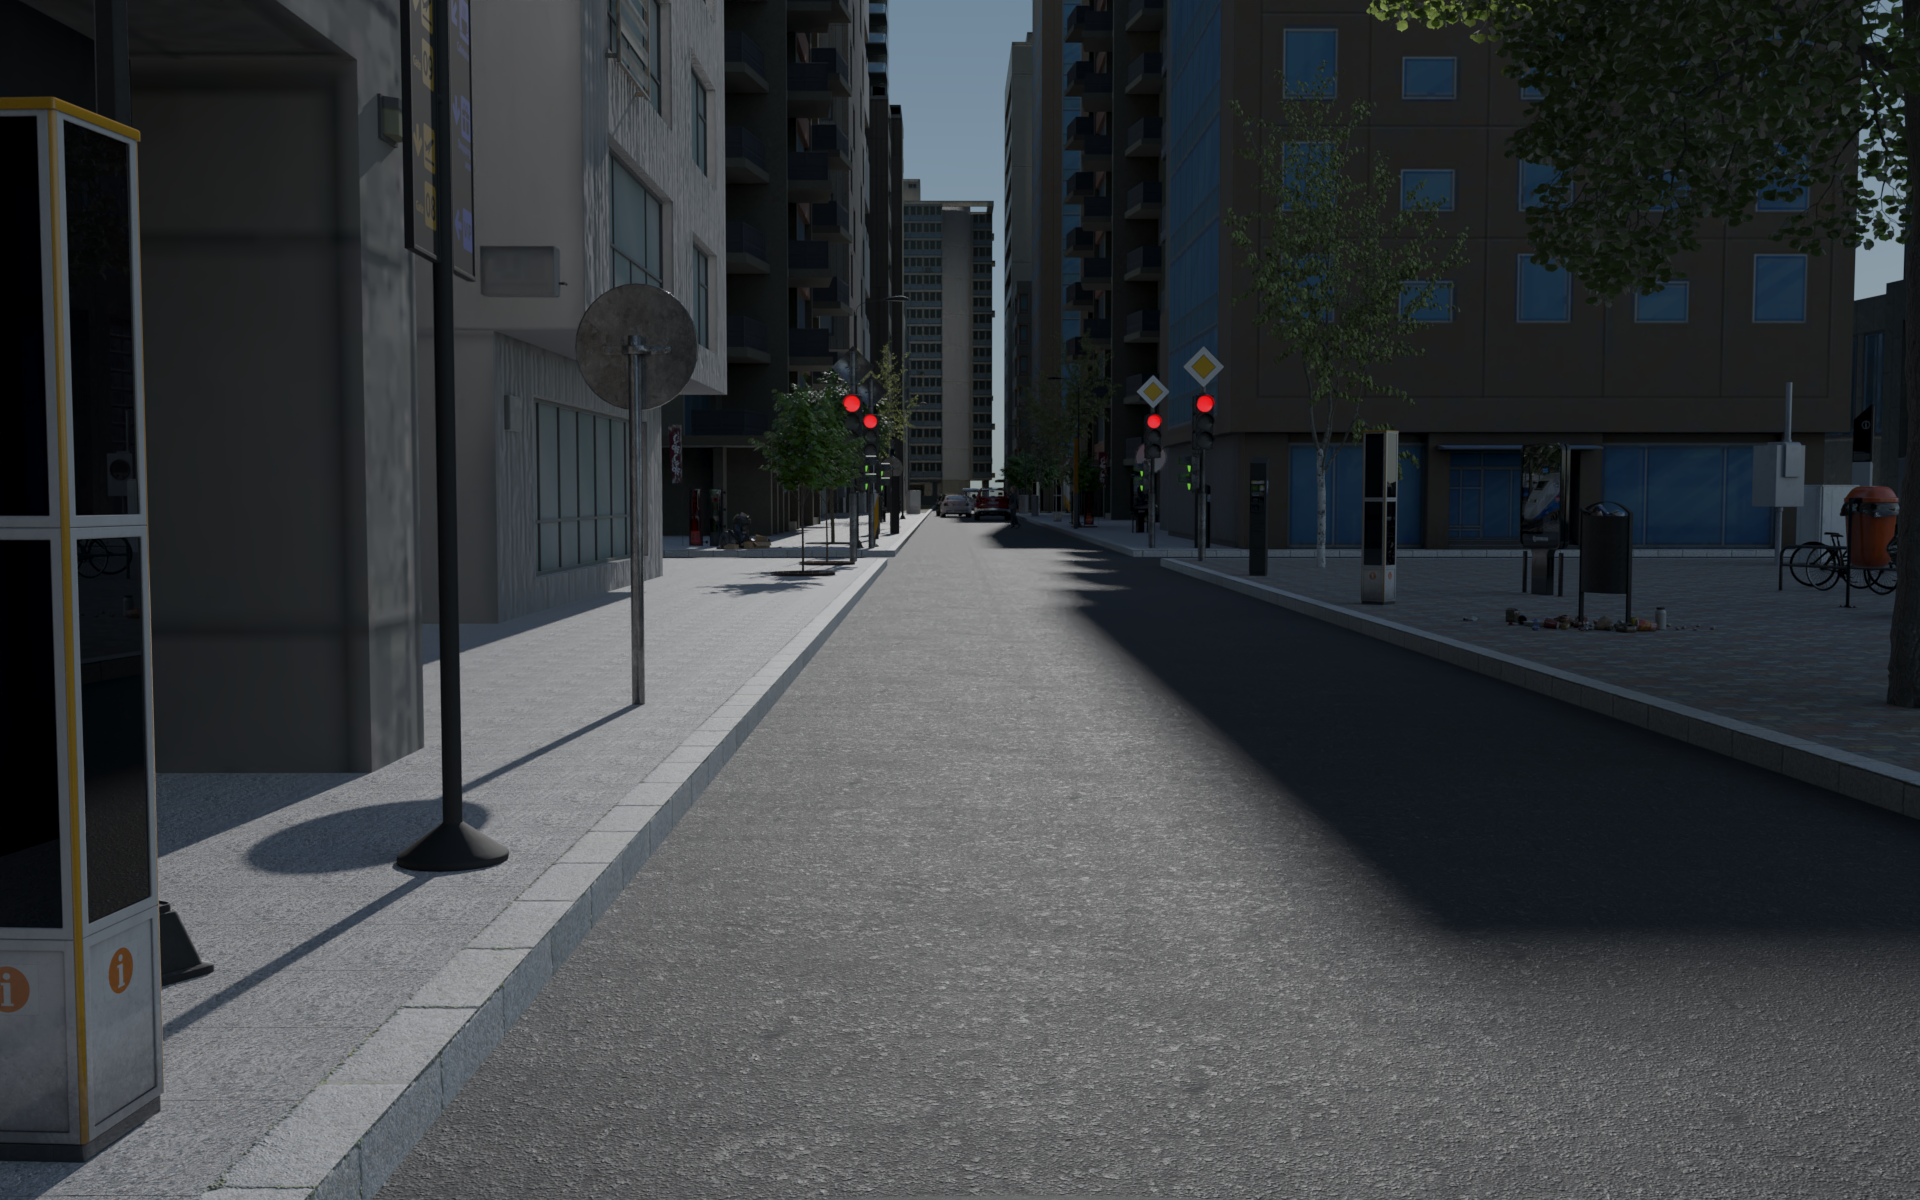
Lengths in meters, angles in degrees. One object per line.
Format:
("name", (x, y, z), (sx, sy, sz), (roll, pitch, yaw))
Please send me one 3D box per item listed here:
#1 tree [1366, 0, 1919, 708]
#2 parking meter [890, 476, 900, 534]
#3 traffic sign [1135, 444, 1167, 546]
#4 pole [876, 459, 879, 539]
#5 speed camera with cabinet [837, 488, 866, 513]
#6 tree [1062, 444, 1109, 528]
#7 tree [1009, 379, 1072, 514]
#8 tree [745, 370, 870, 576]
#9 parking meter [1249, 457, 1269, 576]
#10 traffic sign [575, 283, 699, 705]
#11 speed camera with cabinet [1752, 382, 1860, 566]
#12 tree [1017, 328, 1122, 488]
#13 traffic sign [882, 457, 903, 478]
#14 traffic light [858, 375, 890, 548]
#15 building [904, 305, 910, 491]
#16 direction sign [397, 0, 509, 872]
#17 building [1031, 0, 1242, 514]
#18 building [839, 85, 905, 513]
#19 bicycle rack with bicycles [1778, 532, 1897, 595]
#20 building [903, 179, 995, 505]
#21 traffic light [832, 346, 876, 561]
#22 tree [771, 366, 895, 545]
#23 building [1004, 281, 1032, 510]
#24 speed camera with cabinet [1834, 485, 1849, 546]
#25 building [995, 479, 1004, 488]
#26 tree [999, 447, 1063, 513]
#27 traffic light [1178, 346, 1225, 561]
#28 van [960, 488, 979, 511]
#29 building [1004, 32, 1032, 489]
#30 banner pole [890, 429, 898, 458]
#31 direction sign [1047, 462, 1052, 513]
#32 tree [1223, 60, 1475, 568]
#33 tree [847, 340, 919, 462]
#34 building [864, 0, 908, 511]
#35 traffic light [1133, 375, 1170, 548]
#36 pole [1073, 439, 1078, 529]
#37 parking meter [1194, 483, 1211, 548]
("tree", (5.460, -5.635, 10.258), (7.486, 12.596, 7.792), (0, 3, 0))
("parking meter", (-2.110, -3.070, 55.902), (0.255, 1.863, 0.399), (-1, 4, -14))
("traffic sign", (4.655, -2.583, 42.340), (0.768, 2.556, 0.104), (0, 4, 1))
("pole", (-2.414, -3.384, 49.177), (0.158, 3.312, 0.155), (0, 3, 0))
("speed camera with cabinet", (-7.336, -7.450, 116.143), (2.038, 3.252, 0.660), (1, 4, 10))
("tree", (4.798, -4.394, 66.451), (1.663, 3.219, 1.824), (0, 3, 0))
("tree", (5.285, -9.853, 111.460), (4.360, 8.622, 3.978), (0, 3, 0))
("tree", (-2.444, -1.996, 27.229), (1.663, 3.219, 1.824), (0, 3, 0))
("parking meter", (4.697, -1.315, 27.213), (0.255, 1.863, 0.399), (1, 4, 17))
("traffic sign", (-1.964, -0.636, 10.501), (0.768, 2.556, 0.104), (0, 4, 7))
("speed camera with cabinet", (15.262, -2.255, 31.203), (2.038, 3.252, 0.660), (-1, 4, -21))
("tree", (4.902, -7.691, 76.113), (4.737, 8.622, 4.395), (0, 3, 0))
("traffic sign", (-2.347, -3.639, 59.601), (0.768, 2.556, 0.104), (0, 4, 0))
("traffic light", (-2.079, -3.178, 40.881), (0.839, 4.253, 0.868), (0, 4, 0))
("building", (-19.919, -20.348, 177.722), (28.899, 21.520, 27.650), (0, 4, 0))
("direction sign", (-1.773, -0.854, 5.955), (0.379, 3.537, 0.876), (0, 4, -3))
("building", (12.746, -29.506, 132.537), (14.600, 45.320, 14.200), (0, 4, 0))
("building", (-11.162, -21.481, 122.908), (14.160, 30.474, 14.107), (0, 4, 0))
("bicycle rack with bicycles", (12.131, -0.575, 22.789), (2.852, 0.926, 2.925), (-2, 4, -25))
("building", (-7.674, -32.069, 216.210), (23.993, 40.220, 32.217), (0, 4, 0))
("traffic light", (-2.015, -2.690, 32.896), (0.839, 4.253, 0.868), (0, 4, 0))
("tree", (-3.229, -3.727, 44.658), (4.285, 4.588, 4.351), (0, 3, 0))
("building", (18.294, -18.967, 155.148), (27.650, 21.520, 28.899), (0, 4, 0))
("speed camera with cabinet", (22.431, -2.908, 41.878), (2.038, 3.252, 0.660), (0, 4, 4))
("building", (18.799, -34.026, 210.941), (28.867, 44.769, 22.147), (0, 4, 0))
("tree", (4.479, -8.573, 123.881), (4.285, 4.588, 4.351), (0, 3, 0))
("traffic light", (4.596, -2.694, 32.966), (0.839, 4.253, 0.868), (0, 4, 0))
("van", (0.730, -7.197, 124.683), (2.013, 2.044, 4.112), (0, 4, -2))
("building", (15.590, -33.994, 179.505), (21.300, 48.544, 21.600), (0, 4, 0))
("banner pole", (-2.530, -4.667, 66.317), (0.401, 3.779, 0.863), (1, 4, 18))
("direction sign", (6.010, -7.580, 115.935), (0.379, 3.537, 0.876), (0, 4, 2))
("tree", (6.352, -4.858, 29.785), (4.737, 8.622, 4.395), (0, 3, 0))
("tree", (-4.029, -8.145, 83.531), (4.360, 8.622, 3.978), (0, 3, 0))
("building", (-15.473, -50.834, 143.814), (22.319, 86.520, 31.000), (0, 4, 0))
("traffic light", (4.532, -3.182, 40.950), (0.839, 4.253, 0.868), (0, 4, 0))
("pole", (4.262, -4.275, 63.734), (0.158, 3.312, 0.155), (0, 3, 0))
("parking meter", (5.754, -1.999, 41.092), (0.372, 1.533, 0.369), (0, 3, 0))
